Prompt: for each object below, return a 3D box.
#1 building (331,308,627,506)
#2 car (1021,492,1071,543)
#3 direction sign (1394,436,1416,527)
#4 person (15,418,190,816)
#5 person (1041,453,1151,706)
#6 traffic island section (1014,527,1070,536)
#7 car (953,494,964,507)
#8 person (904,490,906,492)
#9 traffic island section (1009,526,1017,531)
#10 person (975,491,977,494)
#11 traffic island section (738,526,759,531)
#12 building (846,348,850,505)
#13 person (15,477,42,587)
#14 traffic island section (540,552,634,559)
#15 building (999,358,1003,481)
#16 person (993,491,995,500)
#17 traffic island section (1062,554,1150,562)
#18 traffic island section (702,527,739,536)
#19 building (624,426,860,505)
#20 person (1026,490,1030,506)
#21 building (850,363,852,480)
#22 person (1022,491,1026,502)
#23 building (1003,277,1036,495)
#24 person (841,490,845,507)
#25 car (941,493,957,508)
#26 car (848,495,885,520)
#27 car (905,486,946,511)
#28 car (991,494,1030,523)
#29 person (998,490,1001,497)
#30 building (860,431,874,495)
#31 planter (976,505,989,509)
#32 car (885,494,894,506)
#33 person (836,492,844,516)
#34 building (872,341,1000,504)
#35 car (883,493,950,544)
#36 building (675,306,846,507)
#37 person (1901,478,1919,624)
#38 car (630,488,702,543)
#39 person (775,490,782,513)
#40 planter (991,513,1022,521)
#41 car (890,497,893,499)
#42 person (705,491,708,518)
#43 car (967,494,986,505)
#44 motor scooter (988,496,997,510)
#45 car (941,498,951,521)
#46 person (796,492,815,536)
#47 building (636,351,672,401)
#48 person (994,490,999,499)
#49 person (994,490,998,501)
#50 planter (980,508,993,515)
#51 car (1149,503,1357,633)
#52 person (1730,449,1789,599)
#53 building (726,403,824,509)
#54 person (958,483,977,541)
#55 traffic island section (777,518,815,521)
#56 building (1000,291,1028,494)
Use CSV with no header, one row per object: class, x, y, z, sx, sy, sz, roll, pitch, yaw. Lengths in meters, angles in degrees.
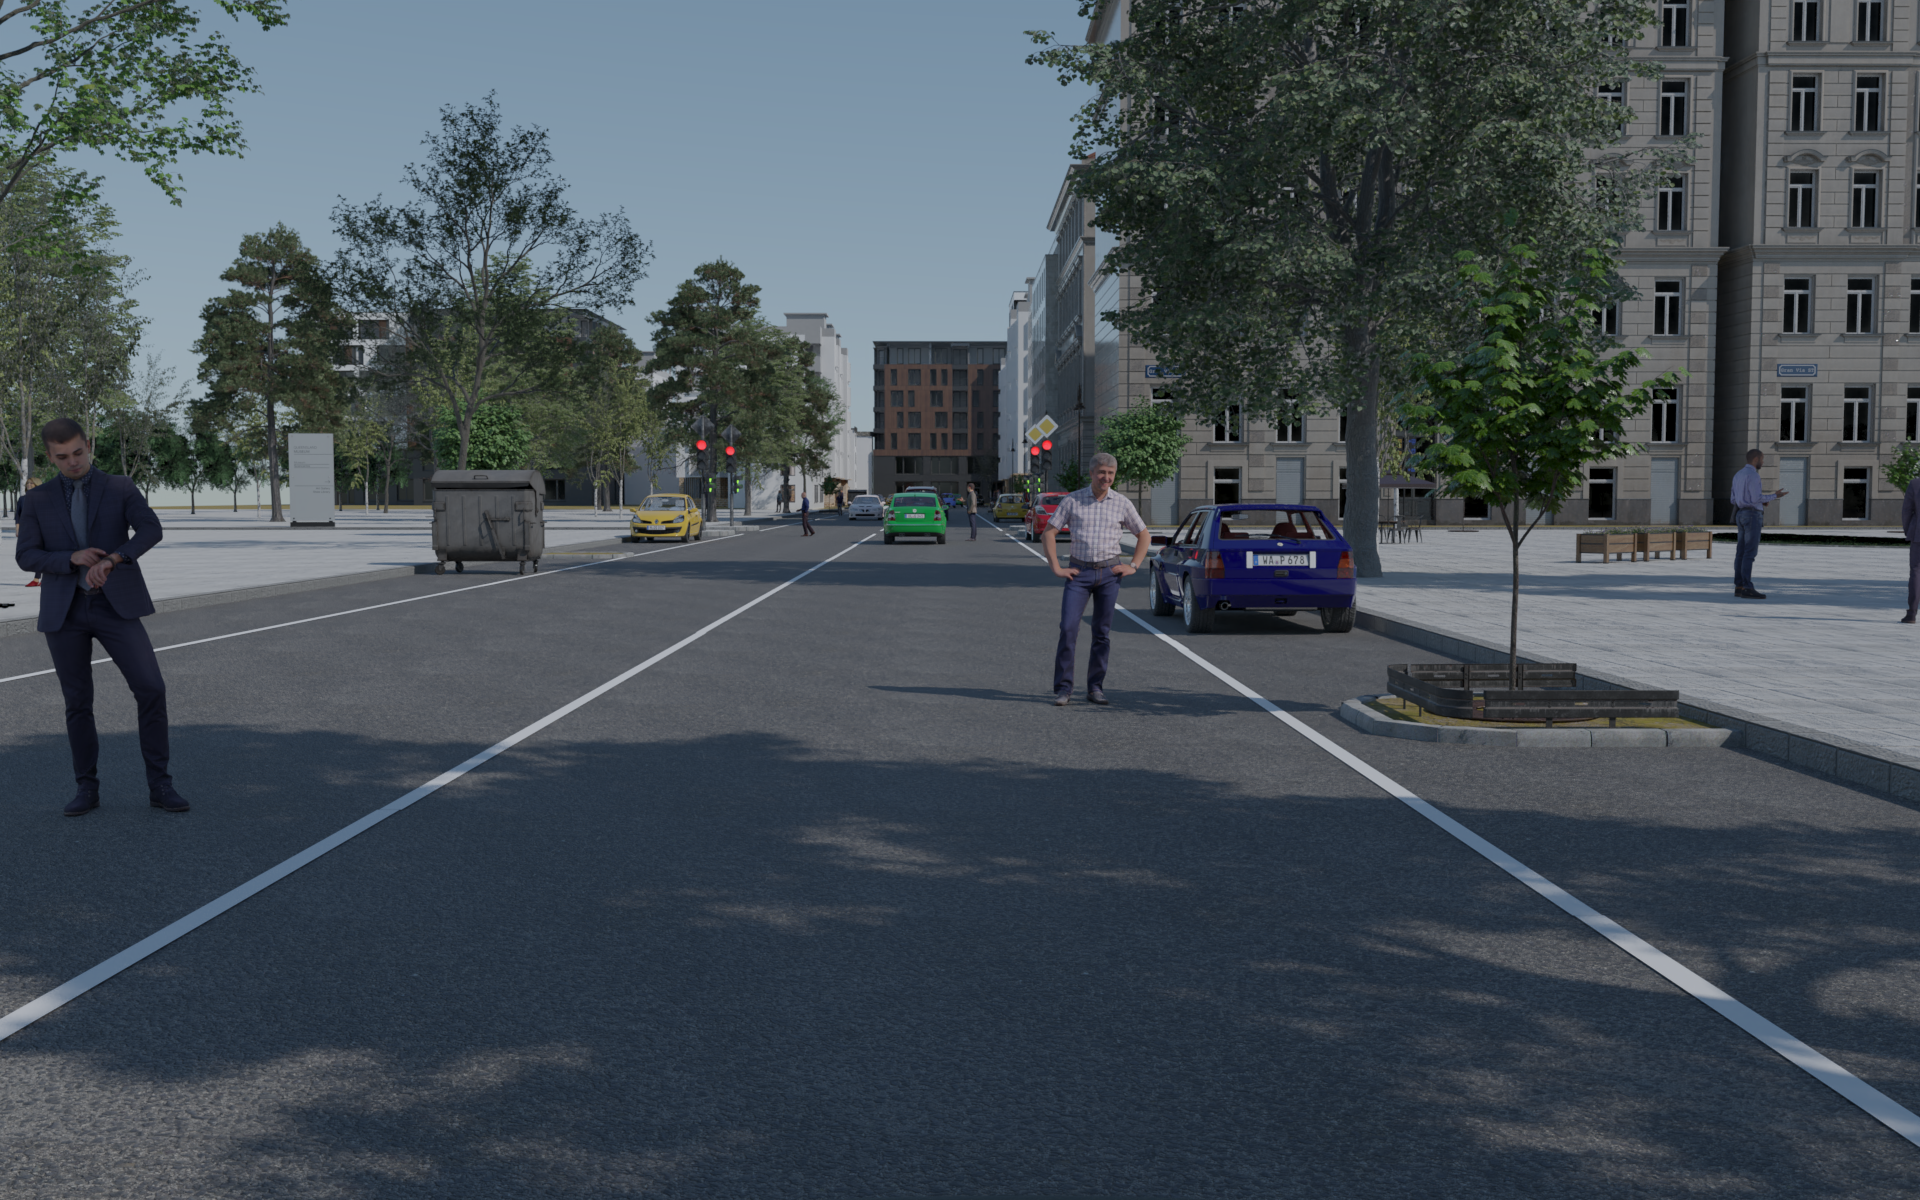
building,-57.470,-22.059,204.635,32.646,21.610,27.936,0,4,0
car,2.962,-2.663,52.575,2.155,1.783,4.494,0,4,-2
direction sign,17.385,-4.634,67.769,0.876,3.537,0.379,0,4,-2
person,-3.826,0.075,7.717,0.683,1.767,0.568,-1,4,-23
person,0.929,-0.146,11.831,0.756,1.711,0.436,0,4,4
traffic island section,3.048,-2.350,60.701,2.009,0.180,2.903,0,4,0
car,-0.526,-11.165,191.340,1.959,1.807,4.718,0,4,1
person,-4.786,-8.766,151.804,1.348,1.826,0.705,2,4,29
traffic island section,2.982,-2.838,68.686,2.009,0.180,2.903,0,4,0
person,1.741,-11.362,194.998,0.721,1.736,1.217,-2,4,-29
traffic island section,-9.059,-2.832,68.592,2.009,0.180,2.903,0,4,0
building,-20.721,-20.395,189.880,16.016,20.091,11.380,0,4,0
person,-12.874,-0.951,24.127,0.480,1.512,0.613,-1,4,-23
traffic island section,-8.494,-1.012,39.415,1.991,0.108,1.994,0,4,0
building,12.815,-21.800,212.854,16.016,20.091,11.380,0,4,0
person,4.347,-12.927,218.319,0.530,1.710,0.541,1,4,16
traffic island section,3.230,-0.910,37.750,1.991,0.108,1.994,0,4,0
traffic island section,-8.993,-2.344,60.607,2.009,0.180,2.903,0,4,0
building,-26.987,-16.699,215.183,28.070,9.664,9.099,0,4,0
person,5.164,-7.549,131.174,0.444,1.614,0.593,1,4,15
building,-20.688,-21.126,201.834,16.016,20.091,11.380,0,4,0
person,5.178,-8.125,141.099,0.590,1.554,0.614,2,4,34
building,12.348,-18.371,156.777,16.016,20.091,11.380,0,4,0
person,-11.966,-10.329,175.833,0.530,1.710,0.541,0,4,4
car,-1.300,-10.139,175.364,1.945,1.707,3.694,0,4,-2
car,-5.147,-5.101,95.755,2.083,1.381,4.827,0,4,-1
car,-1.855,-4.679,85.169,2.281,1.827,5.304,0,4,1
car,2.591,-4.792,88.575,2.015,1.641,3.980,0,4,-1
person,4.412,-11.393,192.987,0.621,1.740,0.551,-2,4,-32
building,-25.700,-17.759,232.509,28.070,9.664,9.099,0,4,0
planter,2.129,-9.221,171.897,1.991,0.319,1.994,0,4,0
car,-7.273,-11.127,192.153,2.015,1.641,3.980,0,4,1
person,-7.887,-6.345,114.455,0.569,1.553,0.471,3,4,38
building,4.580,-24.331,241.786,32.646,21.610,27.936,0,4,0
car,-1.309,-2.567,50.766,1.959,1.807,4.718,0,4,-1
building,-20.441,-19.701,178.523,16.016,20.091,11.380,0,4,0
person,9.662,-0.627,17.215,0.541,1.710,0.530,2,4,32
car,-8.826,-2.562,52.119,2.015,1.641,3.980,0,4,-1
person,-12.468,-6.783,119.163,0.499,1.552,0.429,-2,4,-26
planter,2.776,-4.416,93.344,1.991,0.319,1.994,0,4,0
car,-5.859,-10.042,173.219,2.155,1.783,4.494,0,4,1
person,-13.458,-5.198,91.830,0.445,1.727,0.742,0,4,3
car,1.778,-10.825,186.768,2.009,1.686,4.222,0,4,1
motor scooter,2.780,-8.261,147.841,0.815,1.314,1.986,0,4,-1
car,-1.487,-4.993,94.219,1.945,1.354,3.894,0,4,0
person,-5.287,-2.906,58.708,0.600,1.496,0.574,1,4,20
building,-45.792,-23.174,235.319,11.380,20.091,16.016,0,4,0
person,4.259,-11.589,196.051,0.617,1.759,0.750,3,5,44
person,4.203,-11.933,201.973,0.721,1.723,1.217,1,4,23
planter,2.557,-6.064,120.292,1.991,0.319,1.994,0,4,0
car,3.156,-0.407,19.229,1.945,1.354,3.894,0,4,-2
person,9.884,-0.948,21.414,0.599,1.838,0.709,0,4,0
building,-16.880,-13.241,158.639,9.099,9.664,28.070,0,4,0
person,0.198,-2.691,53.027,0.750,1.759,0.617,1,4,19
traffic island section,-8.944,-4.391,94.662,1.991,0.108,1.994,0,4,0
building,19.214,-21.216,190.860,27.936,21.610,32.646,0,4,0
